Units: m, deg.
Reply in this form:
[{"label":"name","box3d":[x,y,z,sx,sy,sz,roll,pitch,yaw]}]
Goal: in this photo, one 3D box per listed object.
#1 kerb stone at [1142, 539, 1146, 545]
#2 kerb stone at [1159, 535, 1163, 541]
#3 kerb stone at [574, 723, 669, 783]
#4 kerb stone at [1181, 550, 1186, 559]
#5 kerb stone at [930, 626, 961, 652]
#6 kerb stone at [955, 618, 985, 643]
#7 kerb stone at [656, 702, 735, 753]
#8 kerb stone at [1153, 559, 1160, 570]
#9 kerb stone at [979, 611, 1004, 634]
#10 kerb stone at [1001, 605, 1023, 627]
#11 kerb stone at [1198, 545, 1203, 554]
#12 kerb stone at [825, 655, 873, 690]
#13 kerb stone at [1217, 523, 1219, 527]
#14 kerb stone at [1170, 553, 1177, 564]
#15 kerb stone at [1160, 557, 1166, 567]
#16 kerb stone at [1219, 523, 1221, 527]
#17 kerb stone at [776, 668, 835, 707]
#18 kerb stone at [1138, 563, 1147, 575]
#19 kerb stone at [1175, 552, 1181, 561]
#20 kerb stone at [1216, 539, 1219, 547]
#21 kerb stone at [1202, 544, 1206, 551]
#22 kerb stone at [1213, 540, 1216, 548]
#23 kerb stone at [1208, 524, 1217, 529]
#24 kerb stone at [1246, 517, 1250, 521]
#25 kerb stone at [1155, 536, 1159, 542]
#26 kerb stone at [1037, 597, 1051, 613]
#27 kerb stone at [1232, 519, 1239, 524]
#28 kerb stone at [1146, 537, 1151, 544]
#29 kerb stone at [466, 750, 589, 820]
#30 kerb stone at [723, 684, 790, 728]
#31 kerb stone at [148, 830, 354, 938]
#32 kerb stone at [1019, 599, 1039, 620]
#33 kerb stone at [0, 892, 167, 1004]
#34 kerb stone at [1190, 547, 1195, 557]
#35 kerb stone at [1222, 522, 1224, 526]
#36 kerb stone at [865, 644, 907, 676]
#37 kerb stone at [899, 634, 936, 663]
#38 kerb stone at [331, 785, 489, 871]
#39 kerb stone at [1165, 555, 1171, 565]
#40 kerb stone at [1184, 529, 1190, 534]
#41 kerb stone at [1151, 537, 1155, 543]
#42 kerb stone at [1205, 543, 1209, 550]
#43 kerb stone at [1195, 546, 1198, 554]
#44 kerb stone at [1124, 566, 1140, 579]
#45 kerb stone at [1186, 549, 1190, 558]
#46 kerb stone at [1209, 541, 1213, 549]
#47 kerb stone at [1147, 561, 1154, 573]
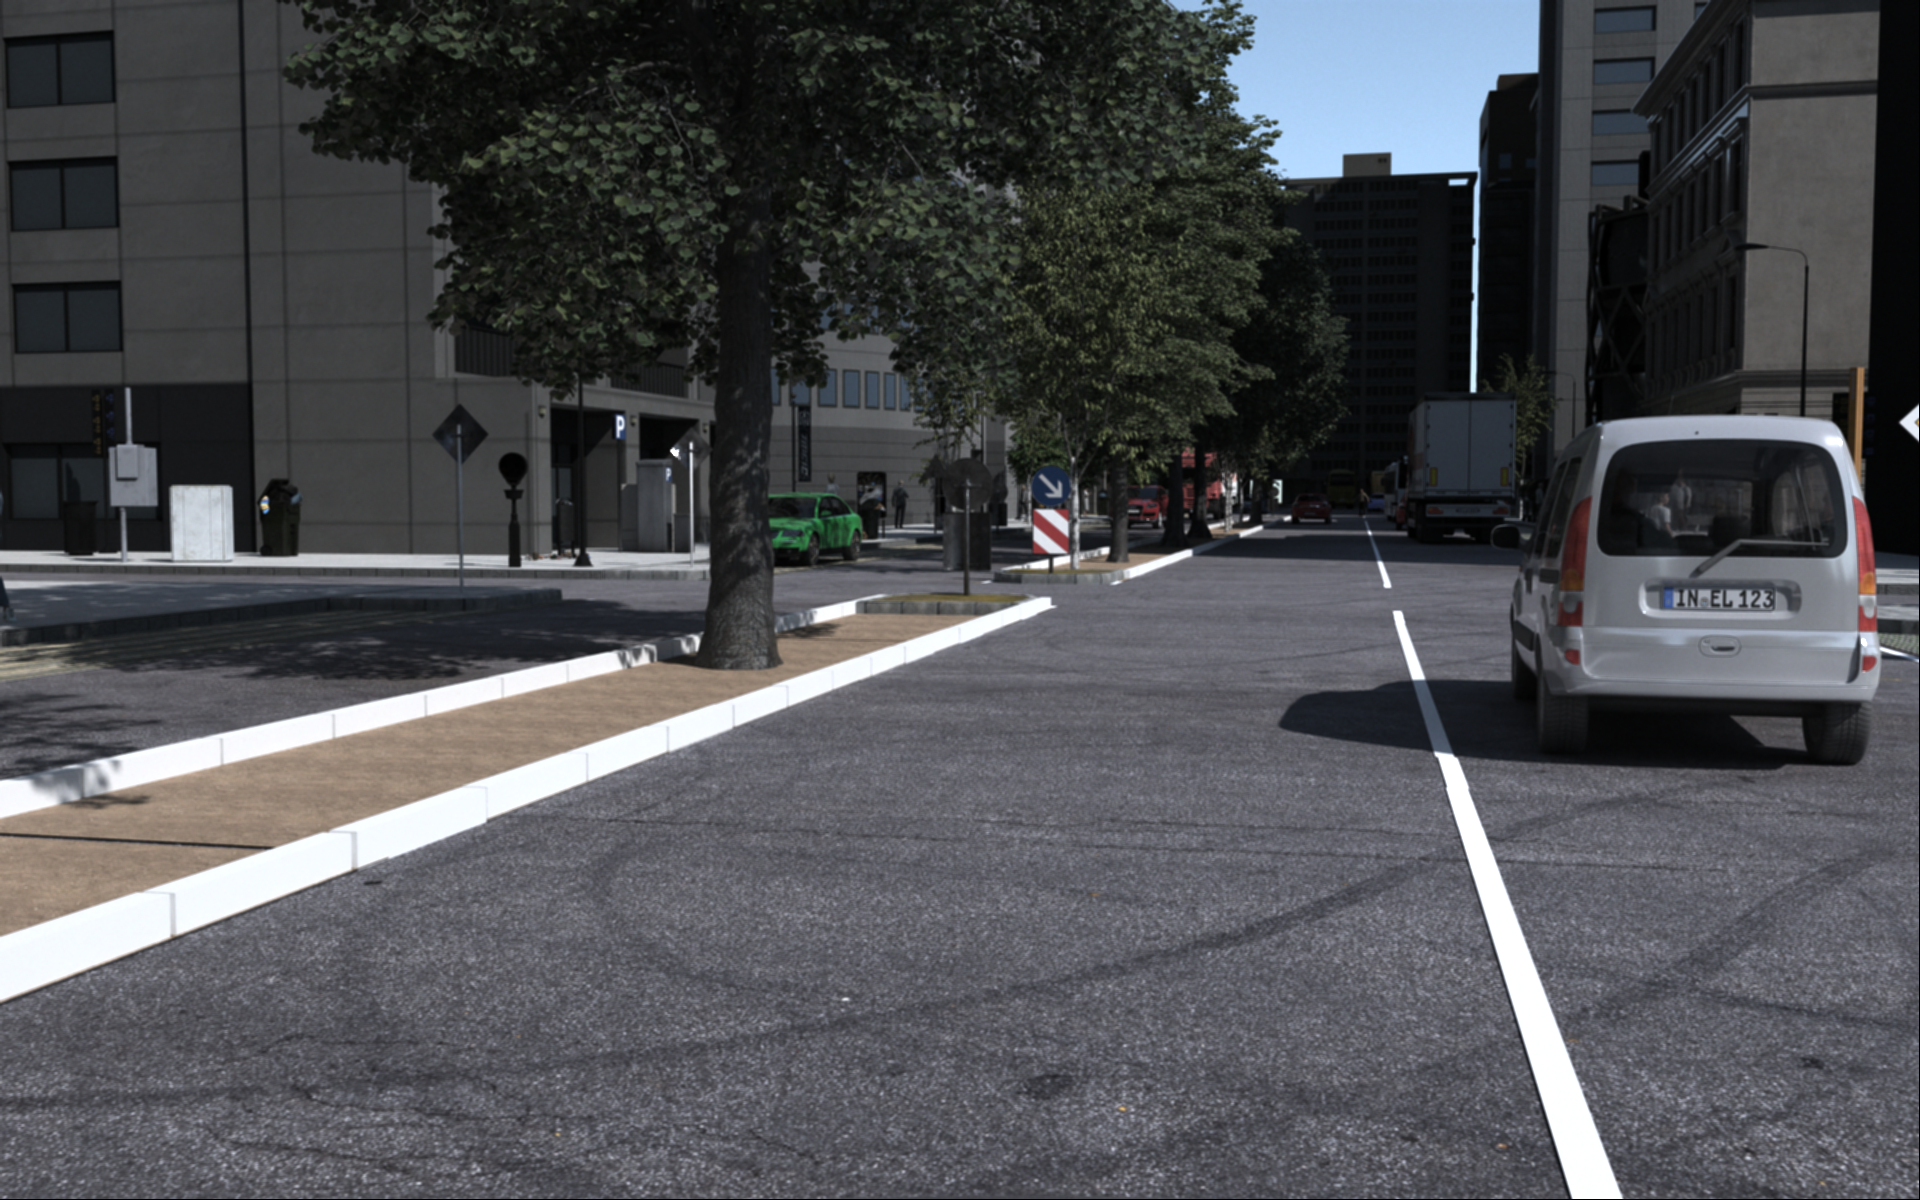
[{"label":"kerb stone","box3d":[4.988,-1.583,48.082,0.120,0.150,1.000,1,4,13]},{"label":"kerb stone","box3d":[5.905,-1.827,52.096,0.120,0.150,1.000,1,4,13]},{"label":"kerb stone","box3d":[-1.790,0.802,9.085,0.120,0.150,1.000,1,4,13]},{"label":"kerb stone","box3d":[4.739,-0.944,37.625,0.120,0.150,1.000,1,4,13]},{"label":"kerb stone","box3d":[-0.182,0.375,16.096,0.120,0.150,1.000,1,4,13]},{"label":"kerb stone","box3d":[0.055,0.312,17.091,0.120,0.150,1.000,1,4,13]},{"label":"kerb stone","box3d":[-1.555,0.741,10.080,0.120,0.150,1.000,1,4,13]},{"label":"kerb stone","box3d":[3.602,-0.634,32.633,0.120,0.150,1.000,1,4,13]},{"label":"kerb stone","box3d":[0.279,0.251,18.094,0.120,0.150,1.000,1,4,13]},{"label":"kerb stone","box3d":[0.510,0.192,19.095,0.120,0.150,1.000,1,4,13]},{"label":"kerb stone","box3d":[5.669,-1.188,41.624,0.120,0.150,1.000,1,4,13]},{"label":"kerb stone","box3d":[-0.869,0.556,13.099,0.120,0.150,1.000,1,4,13]},{"label":"kerb stone","box3d":[10.701,-3.111,73.075,0.120,0.150,1.000,1,4,13]},{"label":"kerb stone","box3d":[4.291,-0.822,35.628,0.120,0.150,1.000,1,4,13]},{"label":"kerb stone","box3d":[3.831,-0.696,33.630,0.120,0.150,1.000,1,4,13]},{"label":"kerb stone","box3d":[10.937,-3.173,74.069,0.120,0.150,1.000,1,4,13]},{"label":"kerb stone","box3d":[-1.097,0.617,12.103,0.120,0.150,1.000,1,4,13]},{"label":"kerb stone","box3d":[3.150,-0.516,30.639,0.120,0.150,1.000,1,4,13]},{"label":"kerb stone","box3d":[4.519,-0.883,36.625,0.120,0.150,1.000,1,4,13]},{"label":"kerb stone","box3d":[6.805,-1.493,46.613,0.120,0.150,1.000,1,4,13]},{"label":"kerb stone","box3d":[5.886,-1.249,42.624,0.120,0.150,1.000,1,4,13]},{"label":"kerb stone","box3d":[6.578,-1.429,45.616,0.120,0.150,1.000,1,4,13]},{"label":"kerb stone","box3d":[10.474,-3.051,72.078,0.120,0.150,1.000,1,4,13]},{"label":"kerb stone","box3d":[15.743,-4.457,95.073,0.120,0.150,1.000,1,4,13]},{"label":"kerb stone","box3d":[5.675,-1.768,51.095,0.120,0.150,1.000,1,4,13]},{"label":"kerb stone","box3d":[0.963,0.072,21.109,0.120,0.150,1.000,1,4,13]},{"label":"kerb stone","box3d":[13.906,-3.967,87.070,0.120,0.150,1.000,1,4,13]},{"label":"kerb stone","box3d":[5.219,-1.643,49.090,0.120,0.150,1.000,1,4,13]},{"label":"kerb stone","box3d":[-2.018,0.863,8.089,0.120,0.150,1.000,1,4,13]},{"label":"kerb stone","box3d":[-1.326,0.683,11.097,0.120,0.150,1.000,1,4,13]},{"label":"kerb stone","box3d":[-2.475,0.988,6.083,0.120,0.150,1.000,1,4,13]},{"label":"kerb stone","box3d":[0.739,0.129,20.101,0.120,0.150,1.000,1,4,13]},{"label":"kerb stone","box3d":[-2.704,1.047,5.083,0.120,0.150,1.000,1,4,13]},{"label":"kerb stone","box3d":[5.206,-1.066,39.618,0.120,0.150,1.000,1,4,13]},{"label":"kerb stone","box3d":[11.389,-3.295,76.064,0.120,0.150,1.000,1,4,13]},{"label":"kerb stone","box3d":[-0.639,0.495,14.099,0.120,0.150,1.000,1,4,13]},{"label":"kerb stone","box3d":[-0.405,0.434,15.099,0.120,0.150,1.000,1,4,13]},{"label":"kerb stone","box3d":[-2.237,0.924,7.084,0.120,0.150,1.000,1,4,13]},{"label":"kerb stone","box3d":[4.057,-0.757,34.633,0.120,0.150,1.000,1,4,13]},{"label":"kerb stone","box3d":[8.192,-2.440,62.084,0.120,0.150,1.000,1,4,13]},{"label":"kerb stone","box3d":[5.450,-1.707,50.098,0.120,0.150,1.000,1,4,13]},{"label":"kerb stone","box3d":[6.116,-1.311,43.624,0.120,0.150,1.000,1,4,13]},{"label":"kerb stone","box3d":[5.430,-1.123,40.627,0.120,0.150,1.000,1,4,13]},{"label":"kerb stone","box3d":[2.912,-0.455,29.627,0.120,0.150,1.000,1,4,13]},{"label":"kerb stone","box3d":[4.968,-1.001,38.621,0.120,0.150,1.000,1,4,13]},{"label":"kerb stone","box3d":[6.351,-1.371,44.619,0.120,0.150,1.000,1,4,13]},{"label":"kerb stone","box3d":[3.374,-0.576,31.636,0.120,0.150,1.000,1,4,13]}]
